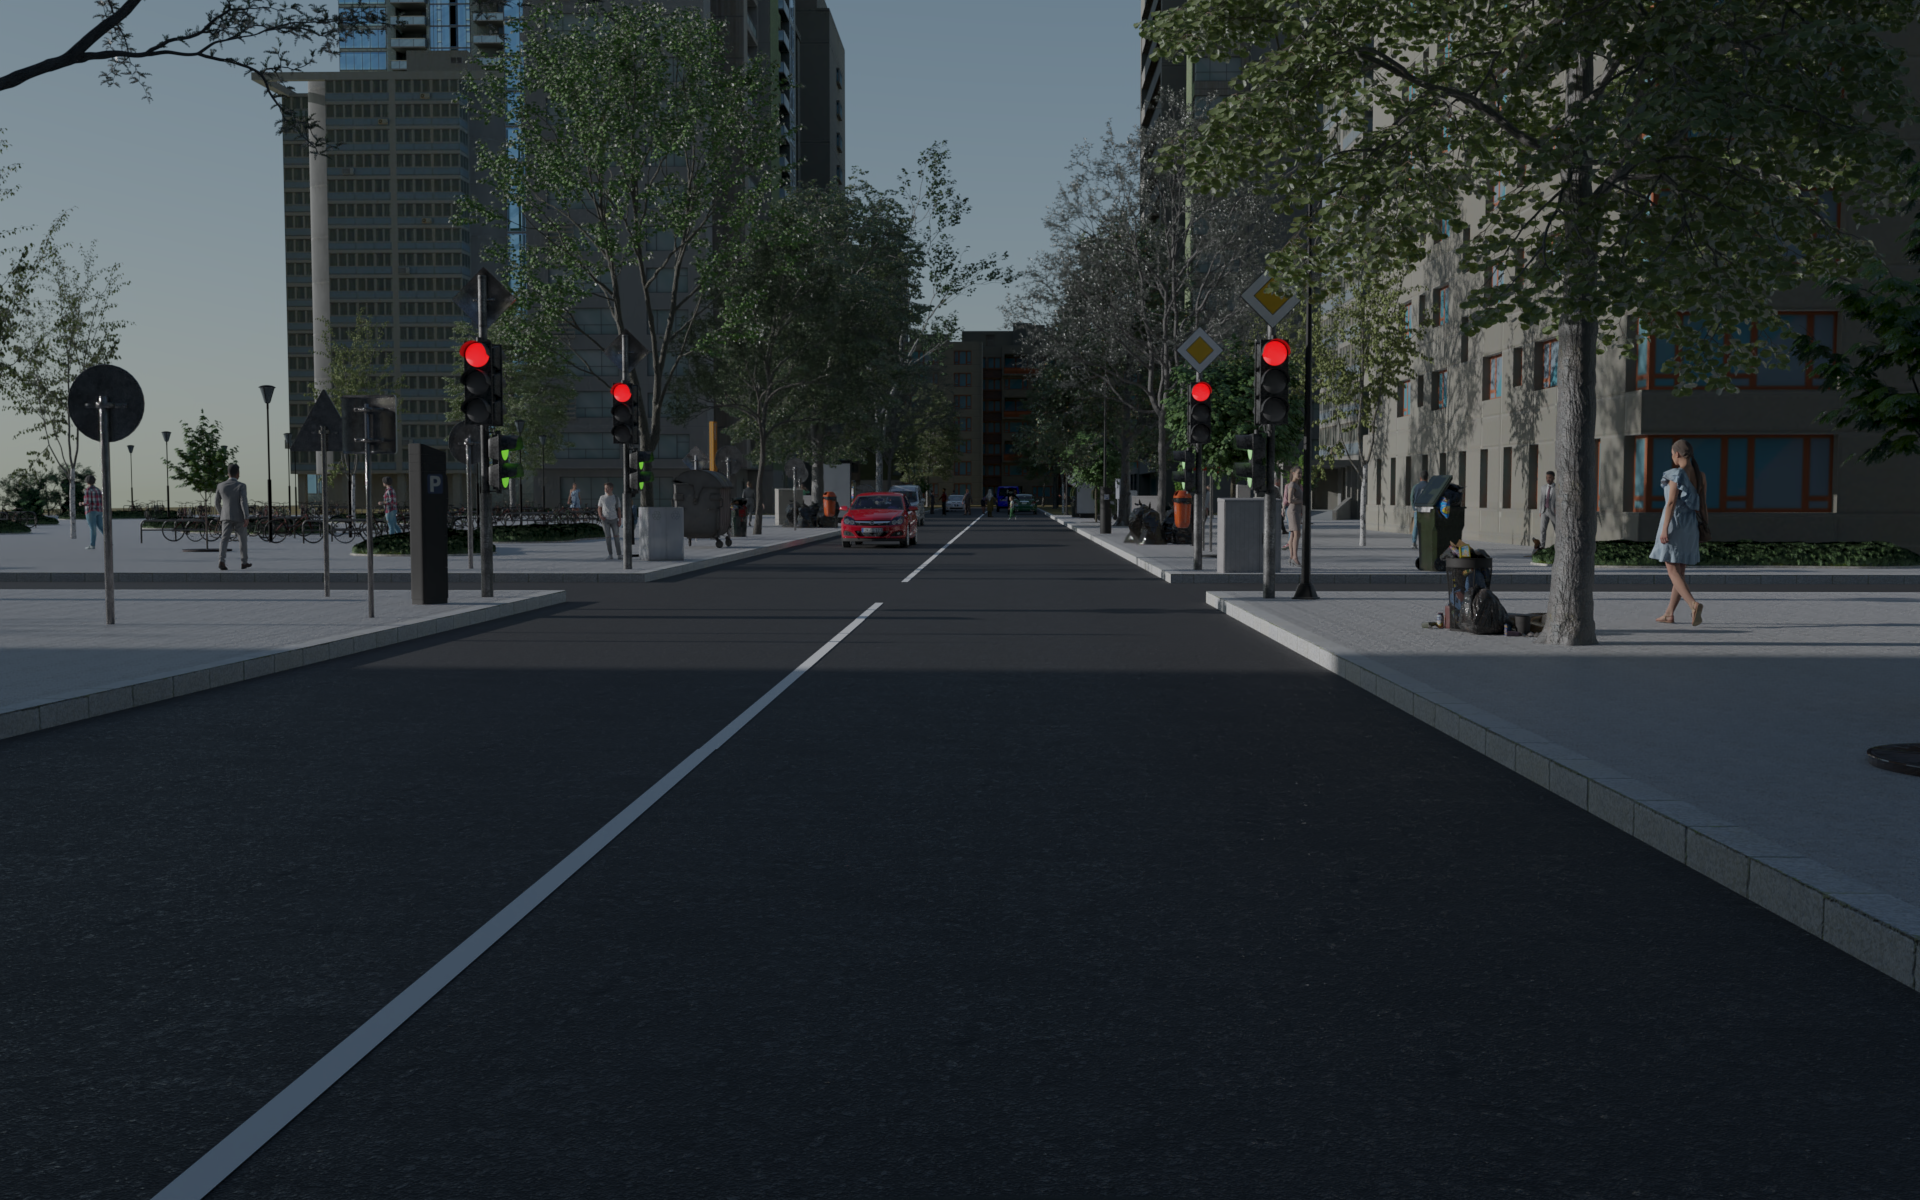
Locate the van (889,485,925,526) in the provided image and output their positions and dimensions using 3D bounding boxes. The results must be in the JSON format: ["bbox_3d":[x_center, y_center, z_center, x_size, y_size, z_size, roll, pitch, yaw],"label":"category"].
[{"bbox_3d":[-2.527,-4.339,77.955,2.013,2.044,4.112,0,4,3],"label":"van"}]

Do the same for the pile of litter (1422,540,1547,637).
[{"bbox_3d":[5.000,-0.145,16.331,1.176,0.858,1.719,0,4,3],"label":"pile of litter"}]

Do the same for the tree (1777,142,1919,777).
[{"bbox_3d":[4.693,-0.822,8.048,1.663,3.219,1.824,0,3,0],"label":"tree"}]

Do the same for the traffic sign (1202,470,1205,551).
[{"bbox_3d":[5.507,-2.393,39.128,0.884,2.594,0.081,0,4,4],"label":"traffic sign"}]

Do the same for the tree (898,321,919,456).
[{"bbox_3d":[-4.632,-12.375,112.694,12.009,13.543,11.850,0,3,0],"label":"tree"}]

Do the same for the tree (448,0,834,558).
[{"bbox_3d":[-6.364,-6.693,35.183,9.928,11.665,9.643,0,3,0],"label":"tree"}]

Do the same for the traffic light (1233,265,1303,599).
[{"bbox_3d":[3.787,-1.975,21.215,0.839,4.253,0.868,0,4,2],"label":"traffic light"}]

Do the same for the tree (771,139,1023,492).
[{"bbox_3d":[-3.457,-14.498,92.924,12.611,20.169,13.585,0,3,0],"label":"tree"}]

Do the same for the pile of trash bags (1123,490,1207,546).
[{"bbox_3d":[5.364,-2.101,44.106,1.912,1.369,3.447,0,4,-6],"label":"pile of trash bags"}]

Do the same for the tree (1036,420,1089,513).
[{"bbox_3d":[7.066,-10.080,115.169,4.737,8.622,4.395,0,3,0],"label":"tree"}]

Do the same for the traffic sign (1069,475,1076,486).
[{"bbox_3d":[6.752,-6.297,103.068,0.768,2.556,0.104,0,4,7],"label":"traffic sign"}]

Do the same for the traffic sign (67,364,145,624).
[{"bbox_3d":[-8.376,-1.033,16.998,0.768,2.556,0.104,0,4,2],"label":"traffic sign"}]

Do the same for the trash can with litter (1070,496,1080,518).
[{"bbox_3d":[6.540,-5.062,94.156,1.055,1.170,0.624,2,4,25],"label":"trash can with litter"}]

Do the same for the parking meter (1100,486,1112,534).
[{"bbox_3d":[4.714,-2.911,56.004,0.372,1.533,0.369,0,3,0],"label":"parking meter"}]

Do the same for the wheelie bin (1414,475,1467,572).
[{"bbox_3d":[8.013,-1.284,28.896,0.693,1.594,0.980,-1,4,-15],"label":"wheelie bin"}]

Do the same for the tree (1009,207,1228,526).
[{"bbox_3d":[6.745,-9.315,69.315,9.611,12.733,9.660,0,3,0],"label":"tree"}]

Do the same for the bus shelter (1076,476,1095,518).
[{"bbox_3d":[6.867,-5.851,89.590,2.014,3.302,5.546,0,4,2],"label":"bus shelter"}]

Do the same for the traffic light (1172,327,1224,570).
[{"bbox_3d":[4.005,-2.463,29.197,0.839,4.253,0.868,0,4,2],"label":"traffic light"}]

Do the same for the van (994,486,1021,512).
[{"bbox_3d":[3.874,-8.312,140.288,2.240,2.365,5.245,0,4,1],"label":"van"}]

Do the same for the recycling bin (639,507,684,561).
[{"bbox_3d":[-5.789,-1.285,33.570,0.722,1.027,0.722,-2,4,-25],"label":"recycling bin"}]

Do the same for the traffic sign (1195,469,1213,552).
[{"bbox_3d":[5.560,-2.344,38.336,0.884,2.594,0.081,0,4,4],"label":"traffic sign"}]

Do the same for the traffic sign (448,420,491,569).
[{"bbox_3d":[-8.415,-1.811,29.714,0.768,2.556,0.104,1,4,8],"label":"traffic sign"}]

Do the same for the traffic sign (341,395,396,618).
[{"bbox_3d":[-6.105,-0.965,17.904,0.606,2.300,0.079,1,4,10],"label":"traffic sign"}]

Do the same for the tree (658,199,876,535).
[{"bbox_3d":[-6.081,-7.344,54.489,7.601,10.594,8.767,0,4,5],"label":"tree"}]

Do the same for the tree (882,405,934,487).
[{"bbox_3d":[-3.732,-10.761,126.305,4.737,8.622,4.395,0,3,0],"label":"tree"}]

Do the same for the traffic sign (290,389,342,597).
[{"bbox_3d":[-7.903,-1.318,21.561,0.884,2.594,0.081,0,4,2],"label":"traffic sign"}]

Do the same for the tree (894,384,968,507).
[{"bbox_3d":[-2.871,-15.791,176.309,7.486,12.596,7.792,0,3,0],"label":"tree"}]

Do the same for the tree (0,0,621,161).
[{"bbox_3d":[-7.075,-6.108,10.235,12.009,13.543,11.850,0,3,0],"label":"tree"}]

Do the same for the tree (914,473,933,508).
[{"bbox_3d":[-3.552,-10.215,161.623,1.663,3.219,1.824,0,3,0],"label":"tree"}]

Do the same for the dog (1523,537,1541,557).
[{"bbox_3d":[11.713,-1.049,34.881,0.550,0.427,0.748,0,4,1],"label":"dog"}]

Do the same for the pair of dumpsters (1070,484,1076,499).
[{"bbox_3d":[7.211,-5.962,99.968,1.574,2.255,4.437,0,4,2],"label":"pair of dumpsters"}]

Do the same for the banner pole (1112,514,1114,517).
[{"bbox_3d":[8.477,-6.510,96.452,0.401,3.779,0.863,0,4,3],"label":"banner pole"}]

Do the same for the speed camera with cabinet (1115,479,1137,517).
[{"bbox_3d":[7.822,-5.321,81.342,0.660,3.252,2.038,0,4,-8],"label":"speed camera with cabinet"}]

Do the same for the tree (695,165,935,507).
[{"bbox_3d":[-5.722,-9.864,67.932,9.857,13.997,8.962,0,3,0],"label":"tree"}]

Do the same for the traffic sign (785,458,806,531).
[{"bbox_3d":[-5.798,-3.714,60.823,0.768,2.556,0.104,1,4,11],"label":"traffic sign"}]

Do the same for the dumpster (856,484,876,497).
[{"bbox_3d":[-5.753,-6.026,104.277,1.264,1.857,1.865,0,4,2],"label":"dumpster"}]

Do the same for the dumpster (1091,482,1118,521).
[{"bbox_3d":[7.142,-4.984,83.986,1.502,2.255,1.985,0,4,1],"label":"dumpster"}]

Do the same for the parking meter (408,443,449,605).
[{"bbox_3d":[-6.195,-0.887,20.217,0.255,1.863,0.399,2,4,33],"label":"parking meter"}]

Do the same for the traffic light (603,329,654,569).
[{"bbox_3d":[-5.653,-2.479,29.445,0.839,4.253,0.868,0,4,2],"label":"traffic light"}]

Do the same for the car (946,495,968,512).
[{"bbox_3d":[-0.269,-7.781,139.582,2.083,1.381,4.827,0,4,1],"label":"car"}]

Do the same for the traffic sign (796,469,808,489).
[{"bbox_3d":[-7.133,-4.712,77.149,0.768,2.556,0.104,1,4,10],"label":"traffic sign"}]

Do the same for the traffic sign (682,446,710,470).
[{"bbox_3d":[-7.196,-2.900,47.143,0.795,2.593,0.064,1,4,10],"label":"traffic sign"}]

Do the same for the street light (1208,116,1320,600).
[{"bbox_3d":[3.690,-2.966,21.034,1.470,5.913,1.316,0,4,2],"label":"street light"}]

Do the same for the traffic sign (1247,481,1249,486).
[{"bbox_3d":[6.895,-2.523,41.353,0.768,2.556,0.104,0,4,4],"label":"traffic sign"}]

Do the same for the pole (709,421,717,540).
[{"bbox_3d":[-6.933,-3.357,48.736,0.158,3.312,0.155,0,3,0],"label":"pole"}]

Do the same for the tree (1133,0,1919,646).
[{"bbox_3d":[5.284,-5.921,14.928,7.486,12.596,7.792,0,3,0],"label":"tree"}]

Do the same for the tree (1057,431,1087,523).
[{"bbox_3d":[6.107,-5.768,78.027,4.285,4.588,4.351,0,3,0],"label":"tree"}]

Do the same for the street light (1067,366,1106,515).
[{"bbox_3d":[4.749,-5.541,63.129,1.470,5.913,1.316,0,4,2],"label":"street light"}]

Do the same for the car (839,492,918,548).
[{"bbox_3d":[-2.188,-2.363,47.674,2.155,1.783,4.494,0,4,3],"label":"car"}]

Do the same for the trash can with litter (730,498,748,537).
[{"bbox_3d":[-6.737,-2.473,51.815,0.624,1.170,1.055,-2,4,-27],"label":"trash can with litter"}]

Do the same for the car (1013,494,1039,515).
[{"bbox_3d":[4.523,-6.749,122.137,2.131,1.459,4.920,0,4,2],"label":"car"}]

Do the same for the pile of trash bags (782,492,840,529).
[{"bbox_3d":[-5.428,-3.422,65.695,1.912,1.369,3.447,-2,4,-25],"label":"pile of trash bags"}]

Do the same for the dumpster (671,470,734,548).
[{"bbox_3d":[-6.190,-2.195,41.649,1.264,1.857,1.865,0,4,1],"label":"dumpster"}]

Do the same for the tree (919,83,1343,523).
[{"bbox_3d":[6.119,-8.621,51.318,12.009,13.543,11.850,0,3,0],"label":"tree"}]

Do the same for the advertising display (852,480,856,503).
[{"bbox_3d":[-5.296,-4.707,82.179,0.123,1.923,0.974,-3,5,-41],"label":"advertising display"}]

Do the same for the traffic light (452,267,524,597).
[{"bbox_3d":[-5.871,-1.990,21.463,0.839,4.253,0.868,0,4,2],"label":"traffic light"}]

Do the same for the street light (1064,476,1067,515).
[{"bbox_3d":[5.894,-8.055,104.246,1.470,5.913,1.316,0,4,2],"label":"street light"}]

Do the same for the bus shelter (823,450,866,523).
[{"bbox_3d":[-5.473,-5.177,78.560,2.014,3.302,5.546,0,4,2],"label":"bus shelter"}]

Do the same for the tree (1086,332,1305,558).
[{"bbox_3d":[5.638,-3.157,35.323,4.285,4.588,4.351,0,3,0],"label":"tree"}]

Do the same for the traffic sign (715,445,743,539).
[{"bbox_3d":[-6.055,-2.767,45.342,0.768,2.556,0.104,1,4,11],"label":"traffic sign"}]
